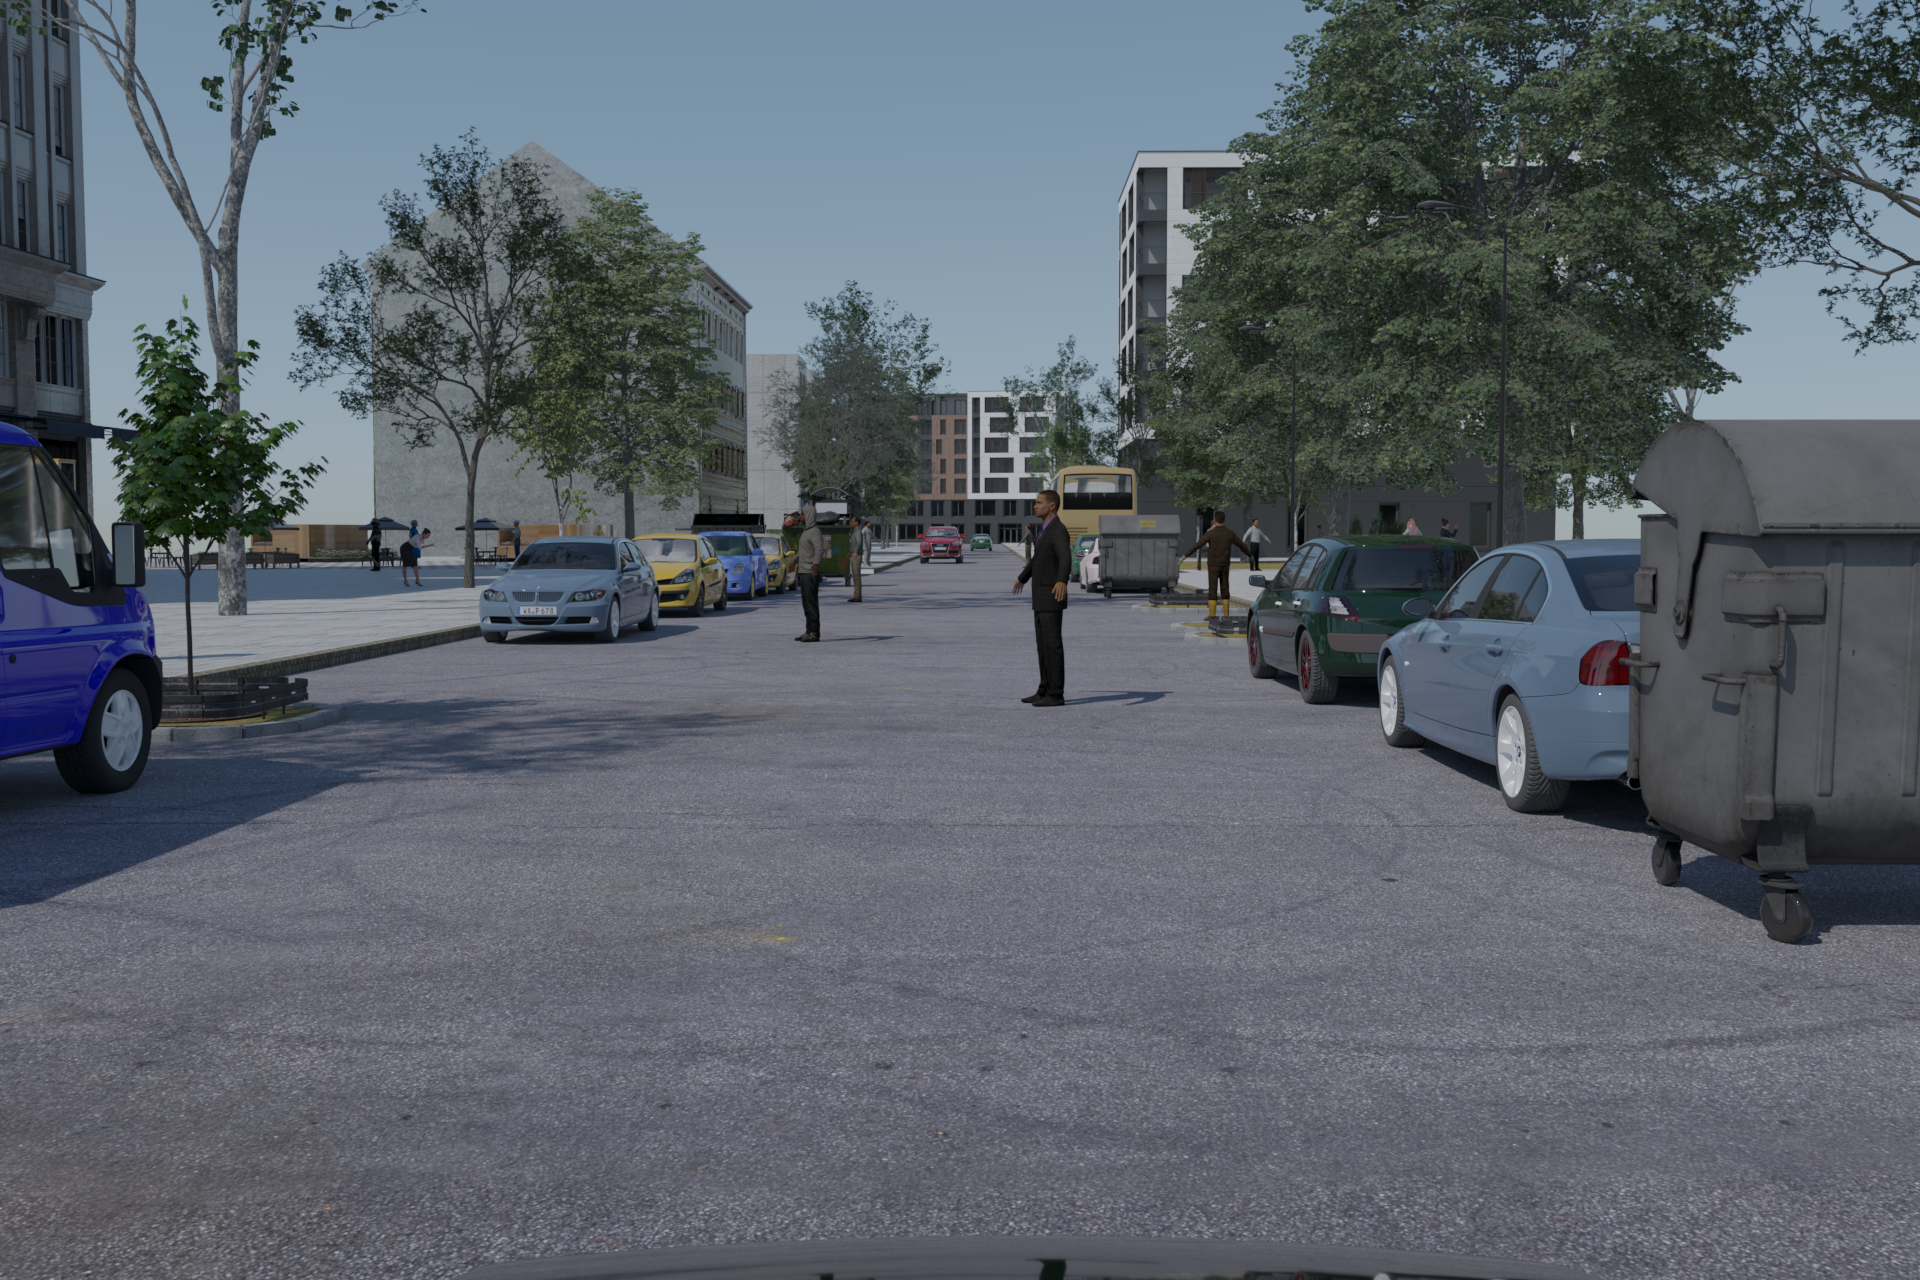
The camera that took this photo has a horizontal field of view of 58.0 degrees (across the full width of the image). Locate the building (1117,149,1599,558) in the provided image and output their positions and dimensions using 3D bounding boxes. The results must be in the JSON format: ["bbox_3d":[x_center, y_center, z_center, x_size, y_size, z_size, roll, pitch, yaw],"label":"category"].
[{"bbox_3d":[23.669,-16.193,108.732,27.936,21.610,32.646,0,4,1],"label":"building"}]

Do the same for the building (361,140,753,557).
[{"bbox_3d":[-23.657,-16.840,106.257,19.493,23.208,18.063,0,4,1],"label":"building"}]

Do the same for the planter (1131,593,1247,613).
[{"bbox_3d":[4.227,-0.688,32.390,1.991,0.319,1.994,0,4,1],"label":"planter"}]

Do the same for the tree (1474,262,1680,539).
[{"bbox_3d":[28.139,-10.534,78.893,9.857,13.997,8.962,0,3,0],"label":"tree"}]

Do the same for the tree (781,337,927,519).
[{"bbox_3d":[-7.015,-12.600,112.667,9.857,13.997,8.962,0,3,0],"label":"tree"}]

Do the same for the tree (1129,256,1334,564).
[{"bbox_3d":[12.448,-10.309,75.211,9.857,13.997,8.962,0,3,0],"label":"tree"}]

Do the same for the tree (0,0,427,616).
[{"bbox_3d":[-12.895,-10.480,27.231,12.611,20.169,13.585,0,3,0],"label":"tree"}]

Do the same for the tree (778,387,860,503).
[{"bbox_3d":[-7.244,-8.359,87.030,4.360,8.622,3.978,0,3,0],"label":"tree"}]

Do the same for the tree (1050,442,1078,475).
[{"bbox_3d":[8.724,-11.048,130.999,4.737,8.622,4.395,0,3,0],"label":"tree"}]

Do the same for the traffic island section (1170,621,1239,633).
[{"bbox_3d":[4.156,-0.173,25.700,1.991,0.108,1.994,0,4,1],"label":"traffic island section"}]

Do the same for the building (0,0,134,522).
[{"bbox_3d":[-31.544,-18.348,46.104,12.429,33.558,17.177,0,4,1],"label":"building"}]

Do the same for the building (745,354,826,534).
[{"bbox_3d":[-24.051,-19.548,186.061,16.747,18.905,31.486,0,4,1],"label":"building"}]

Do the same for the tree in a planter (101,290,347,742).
[{"bbox_3d":[-5.754,-0.956,12.855,1.991,3.239,1.994,0,4,1],"label":"tree in a planter"}]

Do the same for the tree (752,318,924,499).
[{"bbox_3d":[-7.063,-11.493,98.279,12.009,13.543,11.850,0,3,0],"label":"tree"}]

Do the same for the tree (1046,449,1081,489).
[{"bbox_3d":[8.583,-11.906,145.027,4.360,8.622,3.978,0,3,0],"label":"tree"}]

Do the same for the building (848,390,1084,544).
[{"bbox_3d":[1.309,-25.283,259.807,32.646,21.610,27.936,1,4,10],"label":"building"}]

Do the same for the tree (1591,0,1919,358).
[{"bbox_3d":[10.025,-5.022,16.516,8.767,10.594,7.601,3,4,38],"label":"tree"}]

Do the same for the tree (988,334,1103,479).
[{"bbox_3d":[8.974,-19.005,166.628,12.611,20.169,13.585,0,3,0],"label":"tree"}]

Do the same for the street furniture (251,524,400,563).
[{"bbox_3d":[-29.623,-4.582,81.768,9.812,1.723,11.010,1,4,14],"label":"street furniture"}]

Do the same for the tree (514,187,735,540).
[{"bbox_3d":[-11.346,-8.531,57.609,7.486,12.596,7.792,0,3,0],"label":"tree"}]

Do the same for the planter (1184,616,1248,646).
[{"bbox_3d":[4.038,-0.124,23.166,1.991,0.319,1.994,0,4,1],"label":"planter"}]

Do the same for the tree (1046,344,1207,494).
[{"bbox_3d":[8.354,-9.279,86.129,8.767,10.594,7.601,1,4,10],"label":"tree"}]

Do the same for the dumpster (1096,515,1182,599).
[{"bbox_3d":[4.011,-1.879,38.934,1.865,1.857,1.264,0,4,1],"label":"dumpster"}]

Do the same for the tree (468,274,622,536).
[{"bbox_3d":[-11.294,-5.990,48.303,4.737,8.622,4.395,0,3,0],"label":"tree"}]

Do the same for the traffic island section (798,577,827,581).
[{"bbox_3d":[-5.134,-1.867,53.389,1.991,0.108,1.994,0,4,1],"label":"traffic island section"}]

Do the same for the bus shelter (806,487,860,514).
[{"bbox_3d":[-5.586,-5.074,76.885,2.014,3.302,5.546,0,3,0],"label":"bus shelter"}]

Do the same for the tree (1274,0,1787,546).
[{"bbox_3d":[10.261,-7.672,32.088,9.857,13.997,8.962,0,3,0],"label":"tree"}]

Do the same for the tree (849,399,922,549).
[{"bbox_3d":[-6.668,-13.822,144.110,7.486,12.596,7.792,0,3,0],"label":"tree"}]

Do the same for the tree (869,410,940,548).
[{"bbox_3d":[-6.607,-15.233,159.429,12.009,13.543,11.850,0,3,0],"label":"tree"}]

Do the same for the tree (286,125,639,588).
[{"bbox_3d":[-11.646,-6.486,40.453,8.767,10.594,7.601,0,4,-5],"label":"tree"}]

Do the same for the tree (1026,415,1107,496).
[{"bbox_3d":[9.379,-13.869,152.520,9.928,11.665,9.643,0,3,0],"label":"tree"}]

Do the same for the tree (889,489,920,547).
[{"bbox_3d":[-6.344,-13.356,168.732,4.360,8.622,3.978,0,3,0],"label":"tree"}]

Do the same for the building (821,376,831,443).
[{"bbox_3d":[-21.470,-21.505,208.018,16.016,20.090,11.380,0,4,1],"label":"building"}]

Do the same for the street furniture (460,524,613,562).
[{"bbox_3d":[-17.919,-4.610,82.227,9.812,1.723,11.010,1,4,8],"label":"street furniture"}]

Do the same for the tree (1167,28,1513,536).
[{"bbox_3d":[10.110,-8.489,45.449,9.857,13.997,8.962,0,3,0],"label":"tree"}]

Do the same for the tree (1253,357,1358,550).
[{"bbox_3d":[12.562,-7.008,64.940,4.360,8.622,3.978,0,3,0],"label":"tree"}]

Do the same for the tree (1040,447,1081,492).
[{"bbox_3d":[8.699,-11.498,138.360,4.360,8.622,3.978,0,3,0],"label":"tree"}]

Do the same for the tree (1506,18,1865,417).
[{"bbox_3d":[25.938,-12.796,65.107,12.611,20.169,13.585,0,3,0],"label":"tree"}]

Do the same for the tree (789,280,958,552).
[{"bbox_3d":[-6.545,-16.609,127.447,12.611,20.169,13.585,0,3,0],"label":"tree"}]
